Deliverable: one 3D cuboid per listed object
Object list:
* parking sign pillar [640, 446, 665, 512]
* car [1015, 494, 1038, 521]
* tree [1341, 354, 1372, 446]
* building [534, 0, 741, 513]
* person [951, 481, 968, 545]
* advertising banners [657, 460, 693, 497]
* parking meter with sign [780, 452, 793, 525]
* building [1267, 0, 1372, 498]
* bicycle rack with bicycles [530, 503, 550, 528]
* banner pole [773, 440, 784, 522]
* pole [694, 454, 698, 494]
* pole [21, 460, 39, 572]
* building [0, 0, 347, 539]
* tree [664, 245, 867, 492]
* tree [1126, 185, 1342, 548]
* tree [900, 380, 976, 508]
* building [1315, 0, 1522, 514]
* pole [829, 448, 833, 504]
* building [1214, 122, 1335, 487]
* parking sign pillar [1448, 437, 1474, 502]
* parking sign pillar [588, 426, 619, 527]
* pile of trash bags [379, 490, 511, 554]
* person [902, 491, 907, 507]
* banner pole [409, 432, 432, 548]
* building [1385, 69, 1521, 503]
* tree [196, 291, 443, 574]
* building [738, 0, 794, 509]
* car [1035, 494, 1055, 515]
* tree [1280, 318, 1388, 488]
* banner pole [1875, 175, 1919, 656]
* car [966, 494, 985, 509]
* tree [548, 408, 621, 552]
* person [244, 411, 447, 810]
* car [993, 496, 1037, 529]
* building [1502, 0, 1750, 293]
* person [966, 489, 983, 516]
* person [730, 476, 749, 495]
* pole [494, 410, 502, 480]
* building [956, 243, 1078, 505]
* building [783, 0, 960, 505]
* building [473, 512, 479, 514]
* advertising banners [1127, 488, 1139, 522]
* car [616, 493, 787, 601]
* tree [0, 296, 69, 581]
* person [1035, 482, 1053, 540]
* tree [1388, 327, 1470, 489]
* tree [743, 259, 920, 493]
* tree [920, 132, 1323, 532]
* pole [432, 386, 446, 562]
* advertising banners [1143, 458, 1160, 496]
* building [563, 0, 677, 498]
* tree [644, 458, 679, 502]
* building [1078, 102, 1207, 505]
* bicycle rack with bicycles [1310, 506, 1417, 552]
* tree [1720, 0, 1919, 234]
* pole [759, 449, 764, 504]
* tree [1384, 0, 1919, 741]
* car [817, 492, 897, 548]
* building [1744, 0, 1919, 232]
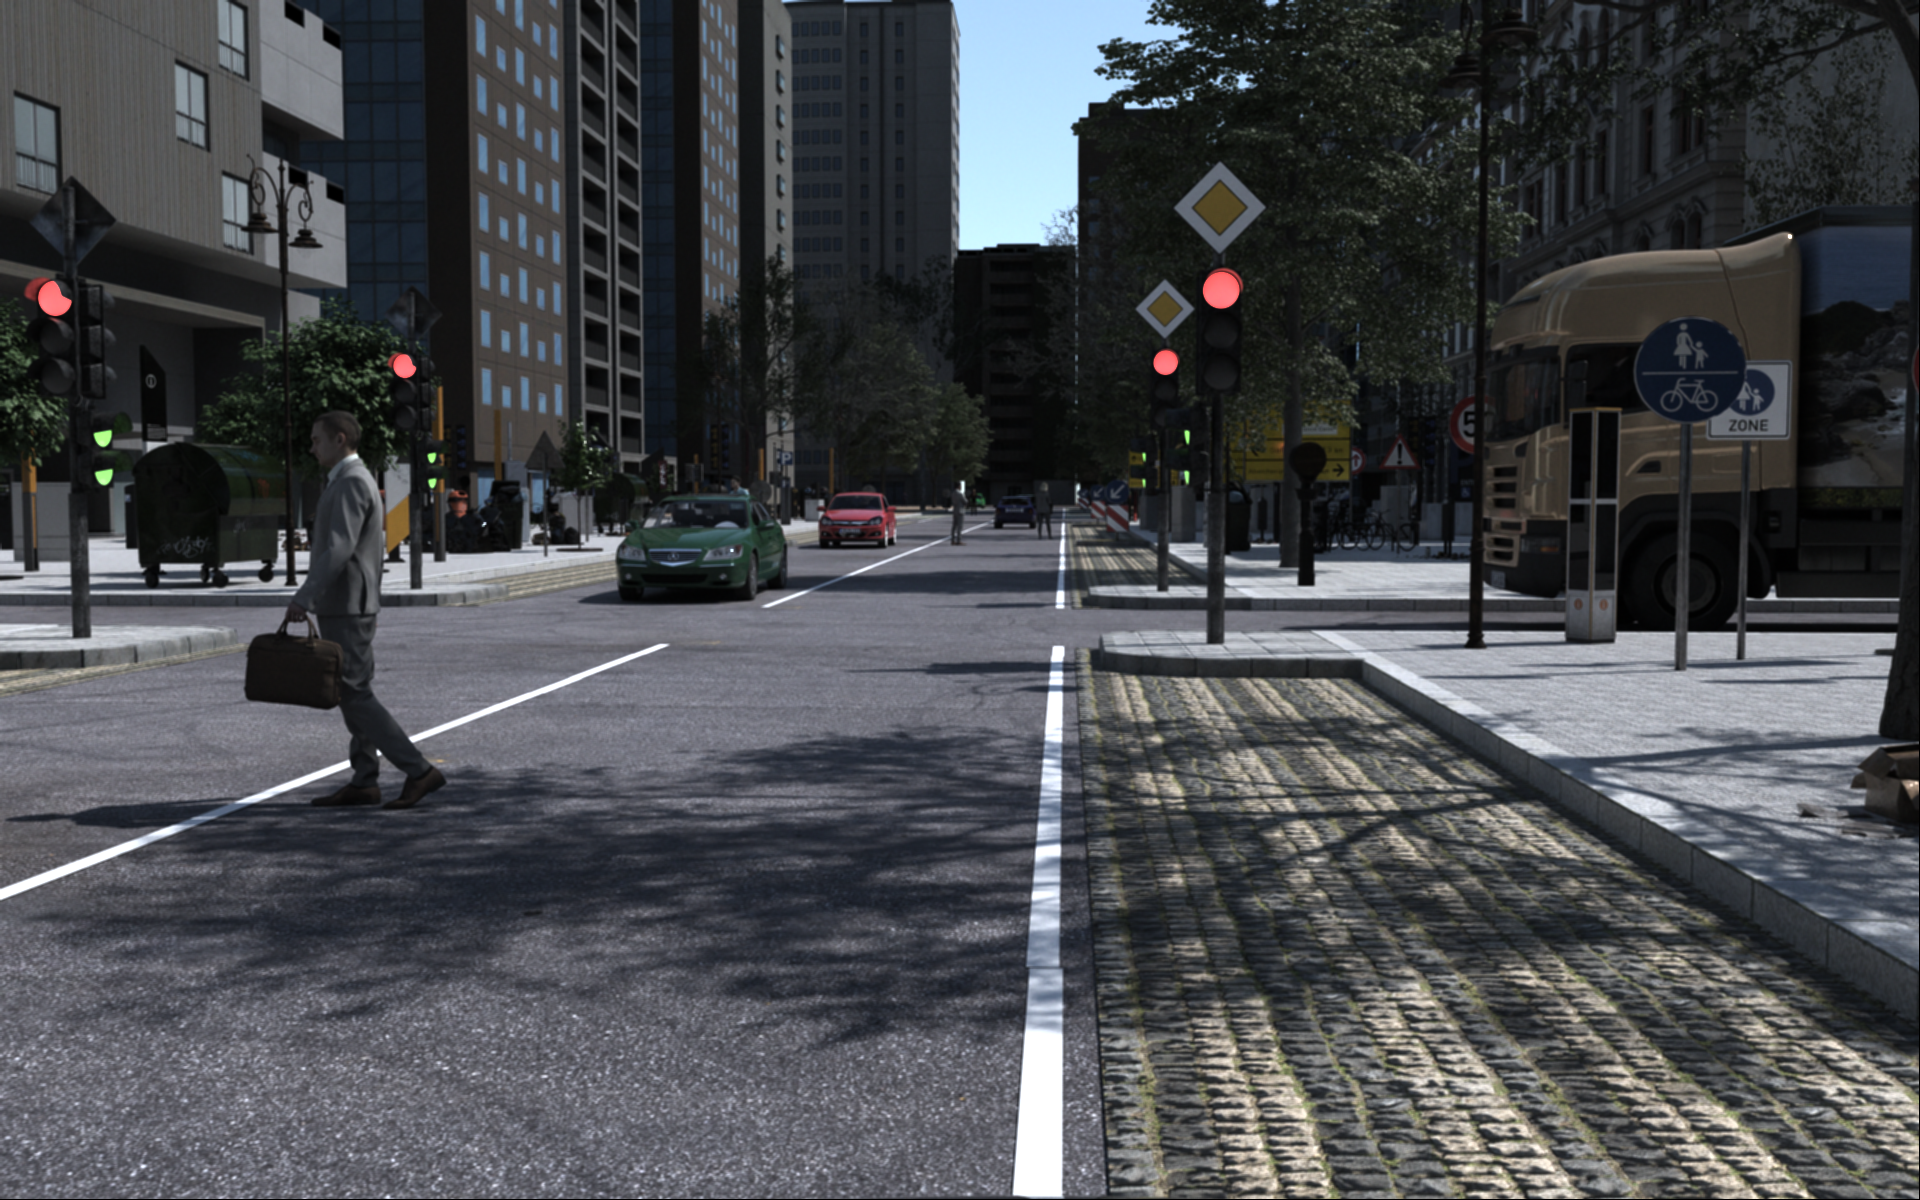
[{"bbox_3d":[-17.282,-6.653,97.241,1.447,3.967,1.447,-1,4,-22],"label":"parking sign pillar"},{"bbox_3d":[3.599,-5.129,93.638,2.009,1.686,4.222,0,4,5],"label":"car"},{"bbox_3d":[18.829,-8.444,88.414,4.737,8.622,4.395,0,3,0],"label":"tree"},{"bbox_3d":[-24.403,-29.193,127.410,14.600,45.320,14.200,0,4,3],"label":"building"},{"bbox_3d":[0.002,-2.446,48.665,0.511,1.800,0.466,3,5,42],"label":"person"},{"bbox_3d":[-14.655,-5.715,89.623,2.074,3.025,0.090,-2,4,-30],"label":"advertising banners"},{"bbox_3d":[-7.261,-4.645,72.206,0.543,3.016,1.738,0,4,-8],"label":"parking meter with sign"},{"bbox_3d":[38.029,-50.651,140.822,22.319,86.520,31.000,0,4,3],"label":"building"},{"bbox_3d":[-16.266,-3.202,65.737,2.852,0.926,2.925,-3,5,-43],"label":"bicycle rack with bicycles"},{"bbox_3d":[-8.842,-5.741,83.876,0.401,3.779,0.863,2,4,27],"label":"banner pole"},{"bbox_3d":[-13.536,-5.814,88.899,0.158,3.312,0.155,0,3,0],"label":"pole"},{"bbox_3d":[-15.397,-2.128,28.635,0.158,3.312,0.155,0,3,0],"label":"pole"},{"bbox_3d":[-35.956,-28.242,50.995,28.713,52.752,27.495,0,4,3],"label":"building"},{"bbox_3d":[-7.667,-7.984,64.958,7.601,10.594,8.767,2,4,25],"label":"tree"},{"bbox_3d":[6.156,-5.560,41.276,4.737,8.622,4.395,0,3,0],"label":"tree"},{"bbox_3d":[-2.414,-14.221,158.262,9.928,11.665,9.643,0,3,0],"label":"tree"},{"bbox_3d":[40.475,-25.814,113.939,32.217,40.220,23.993,0,4,3],"label":"building"},{"bbox_3d":[-5.669,-5.041,76.258,0.158,3.312,0.155,0,3,0],"label":"pole"},{"bbox_3d":[42.524,-33.589,203.797,28.867,44.769,22.147,0,4,3],"label":"building"},{"bbox_3d":[17.227,-4.291,58.634,1.447,3.967,1.447,3,5,45],"label":"parking sign pillar"},{"bbox_3d":[-14.282,-4.900,68.583,1.447,3.967,1.447,3,5,43],"label":"parking sign pillar"},{"bbox_3d":[-11.659,-1.755,38.440,3.447,1.369,1.912,2,4,24],"label":"pile of trash bags"},{"bbox_3d":[-5.765,-10.461,180.464,0.541,1.710,0.530,1,4,15],"label":"person"},{"bbox_3d":[-12.607,-3.105,40.780,0.863,3.779,0.401,1,4,20],"label":"banner pole"},{"bbox_3d":[29.554,-14.845,84.513,13.314,21.916,24.055,0,4,3],"label":"building"},{"bbox_3d":[-10.143,-2.715,28.111,4.285,4.588,4.351,0,3,0],"label":"tree"},{"bbox_3d":[-26.625,-32.229,150.648,21.600,48.544,21.300,0,4,3],"label":"building"},{"bbox_3d":[5.672,-6.859,121.934,2.009,1.686,4.222,0,4,3],"label":"car"},{"bbox_3d":[14.759,-7.397,71.297,4.360,8.622,3.978,0,3,0],"label":"tree"},{"bbox_3d":[7.703,-1.440,13.567,0.863,3.779,0.401,3,5,43],"label":"banner pole"},{"bbox_3d":[1.513,-9.782,168.734,1.959,1.807,4.718,0,4,3],"label":"car"},{"bbox_3d":[-8.516,-2.703,38.790,1.663,3.219,1.824,0,3,0],"label":"tree"},{"bbox_3d":[-2.808,0.043,7.918,0.853,1.813,0.709,-1,4,-19],"label":"person"},{"bbox_3d":[2.350,-3.677,72.704,1.945,1.354,3.894,0,4,4],"label":"car"},{"bbox_3d":[28.523,-16.687,60.226,14.401,28.519,23.554,0,4,3],"label":"building"},{"bbox_3d":[0.903,-6.470,114.798,1.217,1.766,0.721,1,4,12],"label":"person"},{"bbox_3d":[-4.607,-1.724,36.715,0.660,1.820,0.620,3,4,36],"label":"person"},{"bbox_3d":[-11.167,-2.938,41.881,0.158,3.312,0.155,0,3,0],"label":"pole"},{"bbox_3d":[6.679,-26.362,202.712,14.107,30.474,14.160,0,4,3],"label":"building"},{"bbox_3d":[-14.244,-40.636,206.398,28.212,58.520,21.231,0,4,3],"label":"building"},{"bbox_3d":[-27.212,-26.312,80.315,14.600,45.320,14.200,0,4,3],"label":"building"},{"bbox_3d":[8.100,-5.138,80.196,0.090,3.025,2.074,2,4,25],"label":"advertising banners"},{"bbox_3d":[-3.613,-0.798,24.840,2.131,1.459,4.920,0,4,3],"label":"car"},{"bbox_3d":[-14.903,-2.582,25.936,4.285,4.588,4.351,0,3,0],"label":"tree"},{"bbox_3d":[2.628,-2.805,54.544,0.537,1.800,0.526,2,4,34],"label":"person"},{"bbox_3d":[19.945,-7.666,75.695,4.360,8.622,3.978,0,3,0],"label":"tree"},{"bbox_3d":[-6.227,-11.055,91.112,12.009,13.543,11.850,0,3,0],"label":"tree"},{"bbox_3d":[7.063,-9.045,58.263,12.009,13.543,11.850,0,3,0],"label":"tree"},{"bbox_3d":[-9.867,-2.380,32.761,0.158,3.312,0.155,0,3,0],"label":"pole"},{"bbox_3d":[7.875,-4.502,69.787,0.090,3.025,2.074,-1,4,-23],"label":"advertising banners"},{"bbox_3d":[-29.316,-41.056,109.511,20.563,71.187,20.611,0,4,3],"label":"building"},{"bbox_3d":[-15.843,-5.939,91.711,1.663,3.219,1.824,0,3,0],"label":"tree"},{"bbox_3d":[20.797,-33.708,201.233,14.200,45.320,14.600,0,4,3],"label":"building"},{"bbox_3d":[8.591,-1.596,39.473,2.852,0.926,2.925,-2,4,-25],"label":"bicycle rack with bicycles"},{"bbox_3d":[12.809,-4.554,24.826,4.360,8.622,3.978,0,3,0],"label":"tree"},{"bbox_3d":[-8.930,-5.132,77.757,0.158,3.312,0.155,0,3,0],"label":"pole"},{"bbox_3d":[4.929,-4.528,8.451,8.767,10.594,7.601,0,4,8],"label":"tree"},{"bbox_3d":[-2.759,-2.326,47.065,2.155,1.783,4.494,0,4,3],"label":"car"},{"bbox_3d":[28.642,-11.306,39.604,16.860,20.320,10.420,0,4,3],"label":"building"}]
